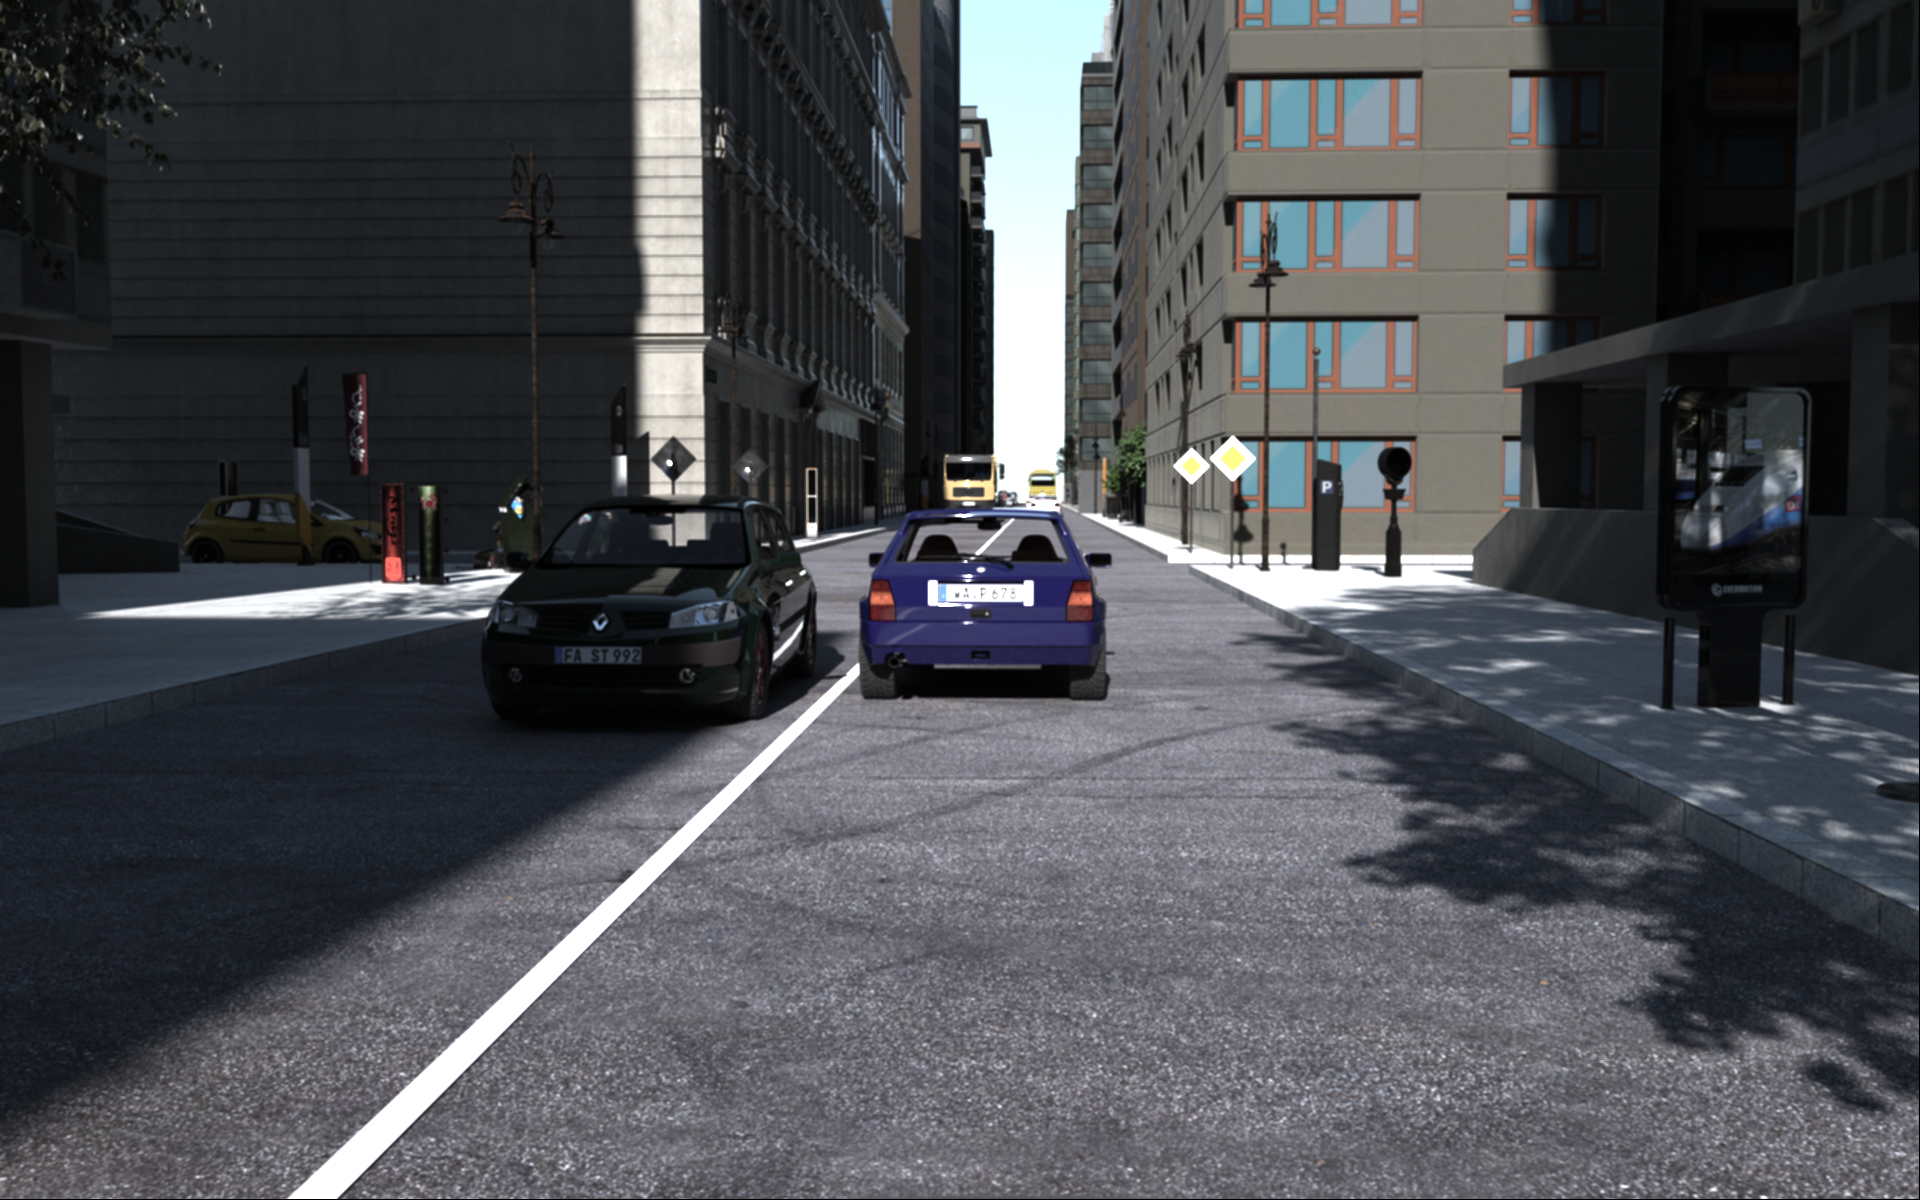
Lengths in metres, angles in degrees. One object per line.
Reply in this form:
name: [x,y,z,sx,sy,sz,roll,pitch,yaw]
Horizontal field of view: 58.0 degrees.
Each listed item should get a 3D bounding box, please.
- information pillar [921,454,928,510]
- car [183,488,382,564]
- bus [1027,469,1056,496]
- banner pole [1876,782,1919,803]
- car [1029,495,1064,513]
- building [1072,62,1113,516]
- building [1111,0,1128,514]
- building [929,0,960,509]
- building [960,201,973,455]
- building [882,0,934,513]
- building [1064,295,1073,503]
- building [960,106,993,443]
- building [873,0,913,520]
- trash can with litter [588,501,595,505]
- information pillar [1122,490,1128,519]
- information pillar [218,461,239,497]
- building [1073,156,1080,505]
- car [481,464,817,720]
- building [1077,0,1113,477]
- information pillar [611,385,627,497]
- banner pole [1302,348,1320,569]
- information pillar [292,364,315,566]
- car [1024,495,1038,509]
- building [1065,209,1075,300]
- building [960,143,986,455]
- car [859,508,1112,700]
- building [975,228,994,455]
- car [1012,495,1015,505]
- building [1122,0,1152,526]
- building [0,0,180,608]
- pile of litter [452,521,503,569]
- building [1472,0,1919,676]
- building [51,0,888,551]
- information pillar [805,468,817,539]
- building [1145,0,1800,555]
information pillar: [-2.037,-6.670,100.404,0.504,3.616,0.183,-3,5,-39]
car: [-12.644,-1.395,33.029,3.980,1.641,2.015,0,4,4]
bus: [8.044,-10.931,170.266,2.896,3.916,12.252,0,4,2]
banner pole: [4.231,-1.040,7.027,0.401,3.779,0.863,-2,4,-32]
car: [5.098,-5.499,102.268,2.083,1.381,4.827,0,4,5]
building: [15.195,-21.264,119.368,14.160,30.474,14.107,0,4,3]
building: [19.998,-29.173,100.678,21.300,48.544,21.600,0,4,3]
building: [-11.072,-36.690,141.883,21.231,58.520,28.212,0,4,3]
building: [-5.982,-24.852,178.023,14.160,30.474,14.107,0,4,3]
building: [-9.137,-28.795,120.915,14.600,45.320,14.200,0,4,3]
building: [22.106,-29.273,250.311,14.160,30.474,14.107,0,4,3]
building: [-10.188,-39.785,239.728,28.713,52.752,27.495,0,4,3]
building: [-9.871,-18.712,91.852,13.634,28.700,20.117,0,4,3]
trash can with litter: [-5.661,-1.033,28.274,0.624,1.170,1.055,2,4,31]
information pillar: [8.656,-5.259,90.471,0.304,2.012,0.304,-3,4,-38]
information pillar: [-16.076,-2.056,38.108,0.304,2.012,0.304,2,4,35]
building: [20.946,-32.305,211.773,14.154,41.232,14.086,0,4,3]
car: [-2.055,-0.151,12.260,2.009,1.686,4.222,0,4,2]
building: [23.873,-33.804,172.299,23.786,49.044,30.456,0,4,3]
information pillar: [-7.350,-2.815,37.380,0.183,3.616,0.504,-3,5,-44]
banner pole: [6.132,-2.442,29.948,0.401,3.779,0.863,1,4,9]
information pillar: [-11.794,-2.428,31.045,0.183,3.616,0.504,0,4,3]
car: [6.041,-7.555,135.892,2.083,1.381,4.827,0,4,1]
building: [22.979,-37.545,263.977,14.600,45.320,14.200,0,4,3]
building: [-8.134,-34.073,211.711,22.147,44.769,28.867,0,4,3]
car: [0.219,-0.050,13.404,1.945,1.354,3.894,0,4,2]
building: [-2.041,-35.294,260.658,14.154,41.232,14.086,0,4,3]
car: [6.339,-13.360,230.445,2.014,1.417,4.499,0,4,1]
building: [14.346,-25.997,75.154,14.600,45.320,14.200,0,4,3]
building: [-21.936,-19.684,13.707,23.993,40.220,32.217,0,4,3]
pile of litter: [-7.939,-0.983,30.036,1.719,0.858,1.176,-1,4,-10]
building: [23.124,-19.822,15.964,32.217,40.220,23.993,0,4,3]
building: [-12.633,-17.335,59.845,17.030,29.872,44.131,0,4,3]
information pillar: [-4.246,-2.752,49.481,0.304,2.012,0.304,-1,4,-13]
building: [20.635,-12.473,48.978,28.899,21.520,27.650,0,4,3]
